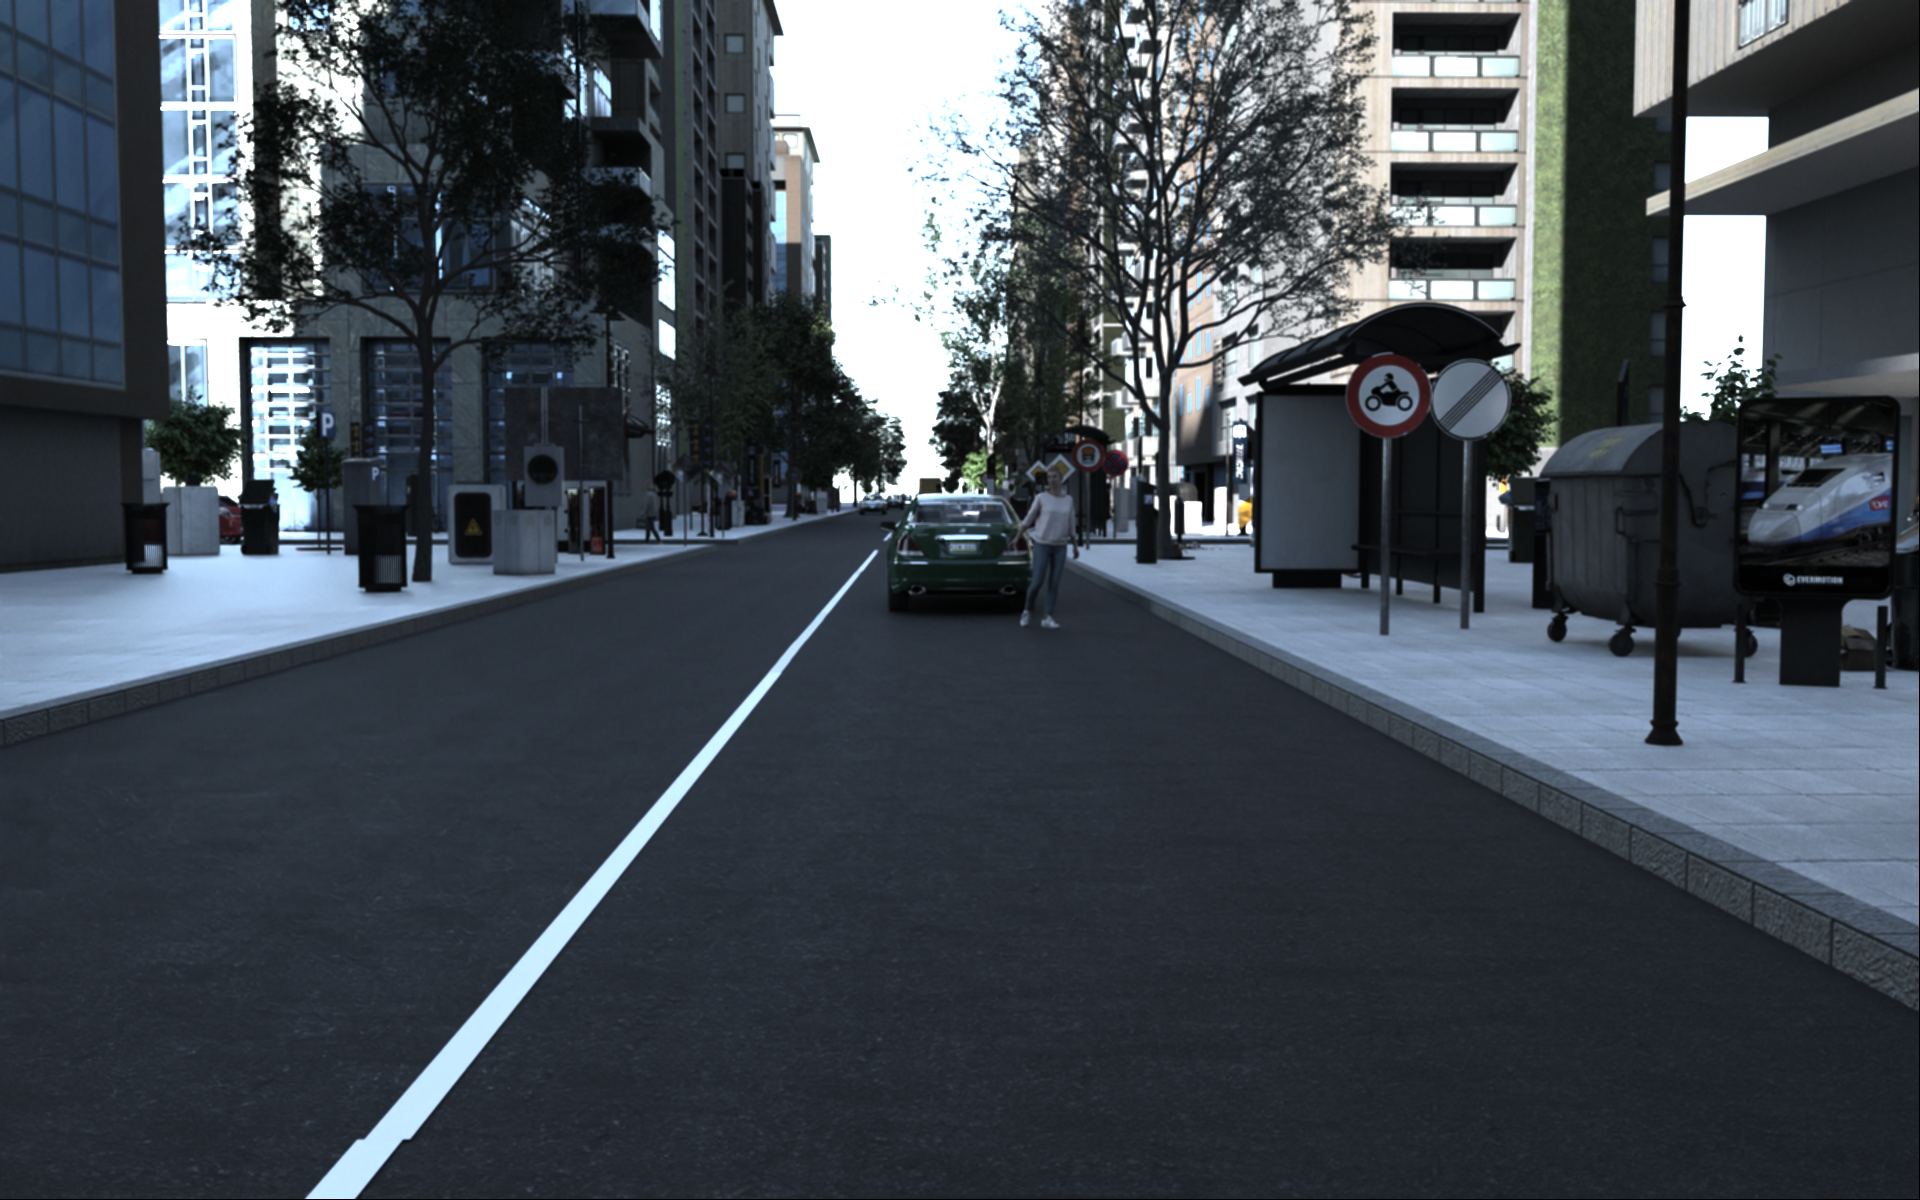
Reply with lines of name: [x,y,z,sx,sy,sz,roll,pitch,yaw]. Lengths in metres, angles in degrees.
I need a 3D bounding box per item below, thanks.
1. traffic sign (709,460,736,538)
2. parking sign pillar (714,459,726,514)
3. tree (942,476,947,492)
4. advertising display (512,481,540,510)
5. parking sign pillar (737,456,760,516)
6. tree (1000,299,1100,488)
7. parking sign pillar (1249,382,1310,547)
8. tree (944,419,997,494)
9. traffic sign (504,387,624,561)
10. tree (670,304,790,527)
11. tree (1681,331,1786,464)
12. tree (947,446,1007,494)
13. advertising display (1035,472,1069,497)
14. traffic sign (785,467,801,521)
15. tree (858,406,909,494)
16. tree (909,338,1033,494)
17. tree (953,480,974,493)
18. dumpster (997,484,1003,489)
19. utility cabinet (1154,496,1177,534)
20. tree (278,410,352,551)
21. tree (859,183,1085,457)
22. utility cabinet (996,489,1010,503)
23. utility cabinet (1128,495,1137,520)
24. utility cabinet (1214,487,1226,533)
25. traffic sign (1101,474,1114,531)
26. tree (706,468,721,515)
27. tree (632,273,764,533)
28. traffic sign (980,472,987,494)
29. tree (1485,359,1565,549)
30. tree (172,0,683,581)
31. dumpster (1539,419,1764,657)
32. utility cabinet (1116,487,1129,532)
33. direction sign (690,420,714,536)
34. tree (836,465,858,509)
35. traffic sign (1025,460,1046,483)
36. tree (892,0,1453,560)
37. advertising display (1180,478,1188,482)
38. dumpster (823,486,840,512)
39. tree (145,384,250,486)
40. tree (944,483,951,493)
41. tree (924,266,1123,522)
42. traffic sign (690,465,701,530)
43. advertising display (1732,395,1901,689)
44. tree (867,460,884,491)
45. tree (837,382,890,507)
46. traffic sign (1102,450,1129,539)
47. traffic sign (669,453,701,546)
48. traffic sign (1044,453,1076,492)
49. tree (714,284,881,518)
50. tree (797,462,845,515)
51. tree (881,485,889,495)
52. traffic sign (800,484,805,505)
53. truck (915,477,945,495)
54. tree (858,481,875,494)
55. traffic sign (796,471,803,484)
traffic sign: [-6.898,-2.861,50.412,0.795,2.450,0.064,0,4,-1]
parking sign pillar: [-14.924,-7.335,108.395,1.447,3.967,1.447,1,4,9]
tree: [-1.389,-17.220,265.266,4.285,4.588,4.351,0,3,0]
advertising display: [-10.470,-2.241,41.858,0.123,1.923,0.974,1,4,23]
parking sign pillar: [-12.337,-6.898,101.261,1.447,3.967,1.447,-2,4,-32]
tree: [3.279,-7.078,66.091,4.737,8.622,4.395,0,3,0]
parking sign pillar: [7.778,-3.277,42.045,1.447,3.967,1.447,0,3,0]
tree: [1.229,-13.921,177.977,4.360,8.622,3.978,0,3,0]
traffic sign: [-7.552,-2.396,33.045,2.265,3.308,0.079,0,3,0]
tree: [-8.743,-7.103,66.493,4.737,8.622,4.395,0,3,0]
tree: [9.353,-1.591,20.617,1.663,3.219,1.824,0,3,0]
tree: [1.660,-8.169,117.275,4.285,4.588,4.351,0,3,0]
advertising display: [2.667,-2.763,50.386,0.974,1.923,0.123,0,4,-2]
traffic sign: [-7.932,-5.028,82.309,0.768,2.556,0.104,0,4,5]
tree: [-11.633,-21.059,250.968,9.857,13.997,8.962,0,3,0]
tree: [1.618,-14.457,143.035,9.857,13.997,8.962,0,3,0]
tree: [0.585,-12.450,198.159,1.663,3.219,1.824,0,3,0]
dumpster: [2.872,-7.411,123.671,1.502,2.255,1.985,0,4,-1]
utility cabinet: [6.500,-2.757,56.241,1.020,1.237,0.306,2,4,27]
tree: [-14.777,-2.749,39.540,1.663,3.219,1.824,0,3,0]
tree: [0.586,-15.342,106.738,12.611,20.169,13.585,0,3,0]
utility cabinet: [1.882,-4.077,75.345,0.318,1.500,1.173,-1,4,-14]
utility cabinet: [8.443,-4.582,86.075,1.020,1.237,0.306,1,4,23]
utility cabinet: [8.597,-2.973,57.281,0.318,1.500,1.173,0,4,3]
traffic sign: [4.936,-3.695,60.420,0.884,2.594,0.081,0,4,3]
tree: [-14.340,-6.708,104.283,1.663,3.219,1.824,0,3,0]
tree: [-8.489,-6.515,56.877,4.360,8.622,3.978,0,3,0]
traffic sign: [1.522,-6.028,98.662,0.768,2.556,0.104,0,4,4]
tree: [12.465,-3.492,40.813,4.285,4.588,4.351,0,3,0]
tree: [-7.608,-5.560,25.316,7.601,10.594,8.767,-2,4,-28]
dumpster: [5.711,-0.523,14.308,1.264,1.857,1.865,0,4,-1]
utility cabinet: [5.477,-3.051,58.565,0.318,1.500,1.173,0,4,-3]
direction sign: [-7.884,-3.729,52.967,0.876,3.537,0.379,2,4,26]
tree: [-11.204,-14.259,183.488,4.737,8.622,4.395,0,3,0]
traffic sign: [2.295,-2.871,50.583,0.795,2.450,0.064,0,4,-1]
tree: [3.898,-7.535,33.564,12.009,13.543,11.850,0,3,0]
advertising display: [8.965,-3.928,69.443,0.123,1.923,0.974,0,4,-3]
dumpster: [-9.177,-7.175,123.077,1.264,1.857,1.865,0,4,-1]
tree: [-22.937,-4.160,51.734,4.285,4.588,4.351,0,3,0]
tree: [-1.612,-15.864,253.973,1.663,3.219,1.824,0,3,0]
tree: [3.143,-9.218,76.469,9.928,11.665,9.643,0,3,0]
traffic sign: [-9.604,-3.773,61.801,0.768,2.556,0.104,0,4,4]
advertising display: [5.693,-0.388,11.554,0.974,1.923,0.123,2,4,25]
tree: [-11.553,-16.172,214.774,4.360,8.622,3.978,0,3,0]
tree: [-10.843,-15.759,175.782,7.486,12.596,7.792,0,3,0]
traffic sign: [4.462,-3.042,49.847,0.768,2.556,0.104,0,4,5]
traffic sign: [-6.731,-2.372,42.429,0.795,2.450,0.064,0,4,-1]
traffic sign: [2.461,-2.383,42.599,0.795,2.450,0.064,0,4,-1]
tree: [-9.135,-10.870,94.729,9.611,12.733,9.660,0,3,0]
tree: [-8.836,-7.538,106.957,4.285,4.588,4.351,0,3,0]
tree: [-12.434,-17.637,282.969,1.663,3.219,1.824,0,3,0]
traffic sign: [-10.384,-7.070,115.695,0.768,2.556,0.104,0,4,7]
truck: [-3.399,-12.250,196.210,3.469,3.379,9.791,0,4,-2]
tree: [-11.458,-13.699,218.571,1.663,3.219,1.824,0,3,0]
traffic sign: [-8.267,-5.313,86.967,0.768,2.556,0.104,0,4,1]
